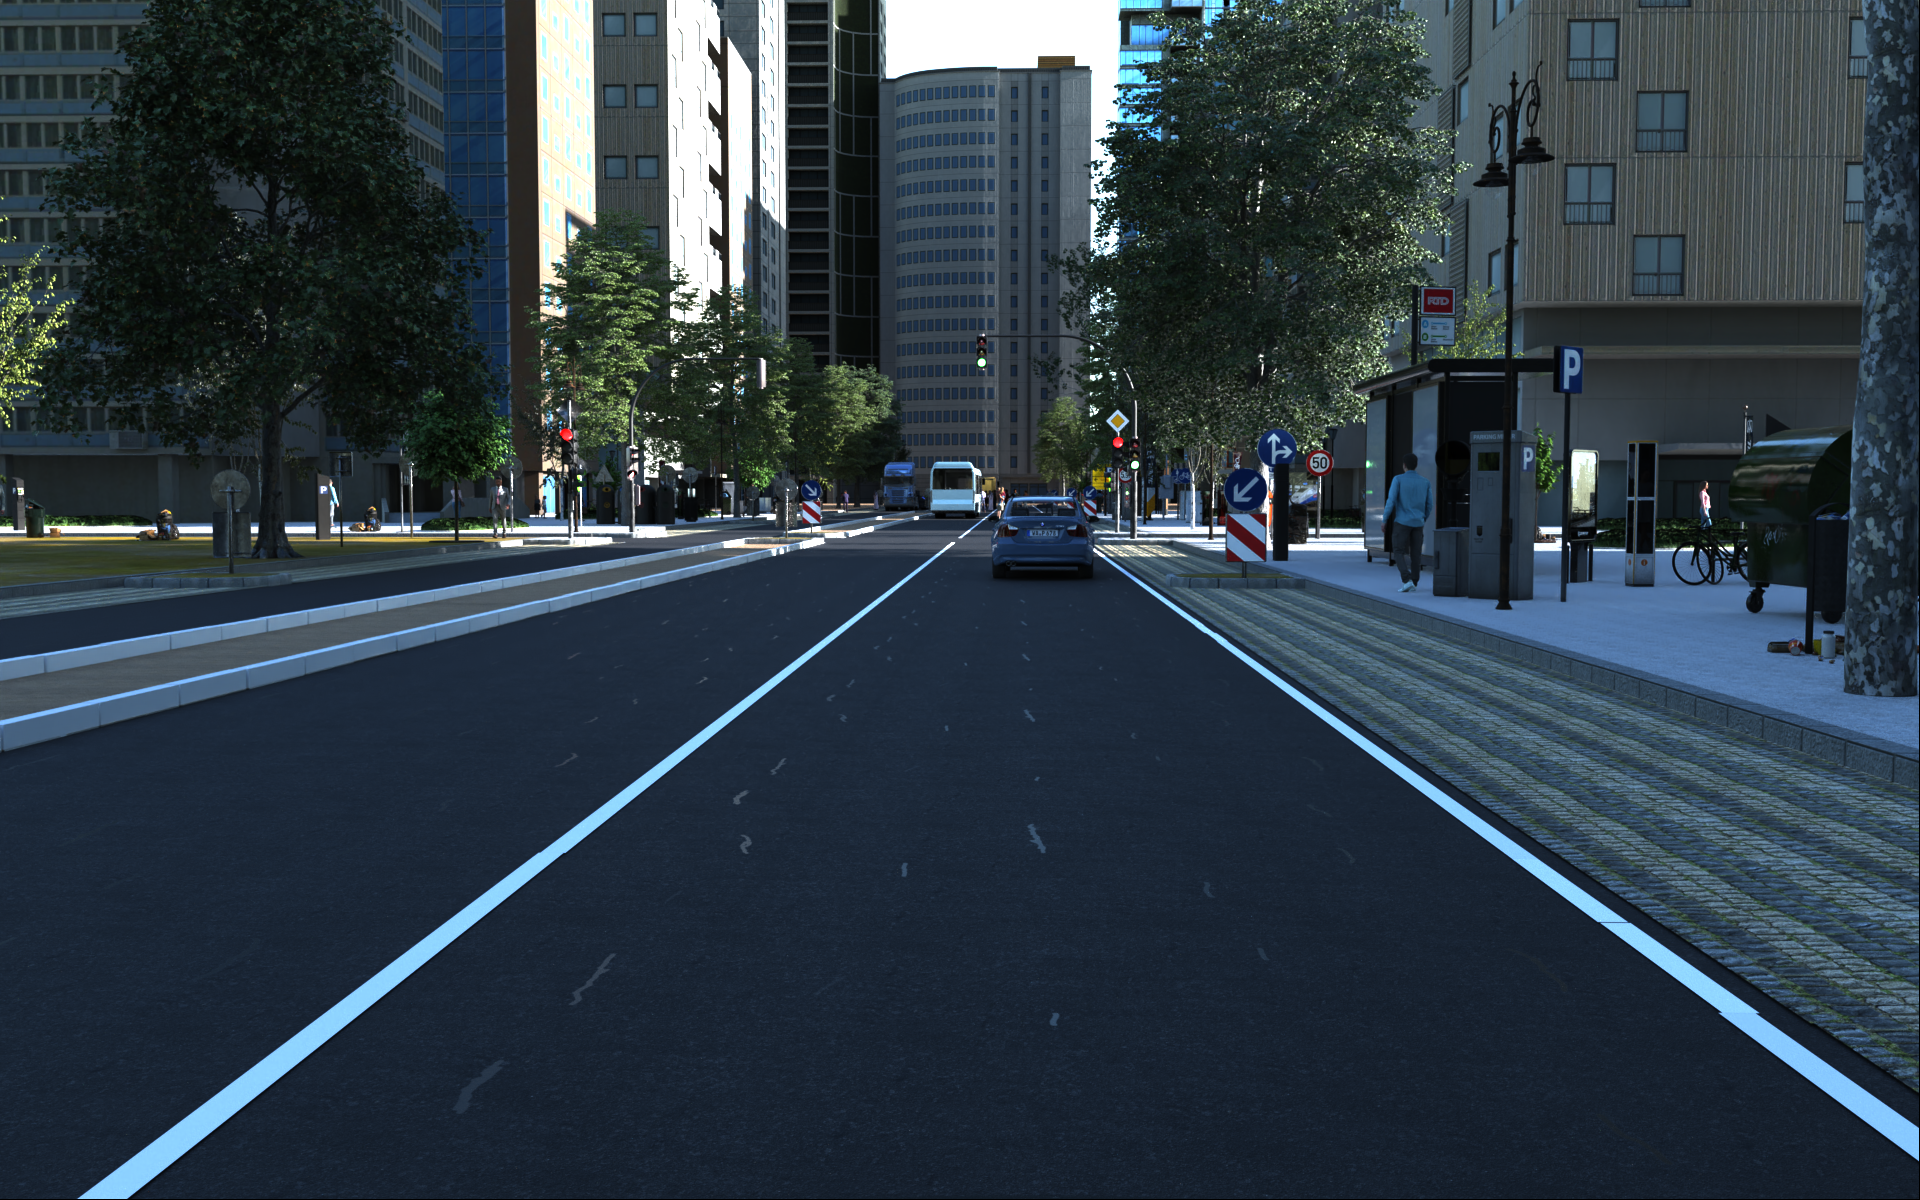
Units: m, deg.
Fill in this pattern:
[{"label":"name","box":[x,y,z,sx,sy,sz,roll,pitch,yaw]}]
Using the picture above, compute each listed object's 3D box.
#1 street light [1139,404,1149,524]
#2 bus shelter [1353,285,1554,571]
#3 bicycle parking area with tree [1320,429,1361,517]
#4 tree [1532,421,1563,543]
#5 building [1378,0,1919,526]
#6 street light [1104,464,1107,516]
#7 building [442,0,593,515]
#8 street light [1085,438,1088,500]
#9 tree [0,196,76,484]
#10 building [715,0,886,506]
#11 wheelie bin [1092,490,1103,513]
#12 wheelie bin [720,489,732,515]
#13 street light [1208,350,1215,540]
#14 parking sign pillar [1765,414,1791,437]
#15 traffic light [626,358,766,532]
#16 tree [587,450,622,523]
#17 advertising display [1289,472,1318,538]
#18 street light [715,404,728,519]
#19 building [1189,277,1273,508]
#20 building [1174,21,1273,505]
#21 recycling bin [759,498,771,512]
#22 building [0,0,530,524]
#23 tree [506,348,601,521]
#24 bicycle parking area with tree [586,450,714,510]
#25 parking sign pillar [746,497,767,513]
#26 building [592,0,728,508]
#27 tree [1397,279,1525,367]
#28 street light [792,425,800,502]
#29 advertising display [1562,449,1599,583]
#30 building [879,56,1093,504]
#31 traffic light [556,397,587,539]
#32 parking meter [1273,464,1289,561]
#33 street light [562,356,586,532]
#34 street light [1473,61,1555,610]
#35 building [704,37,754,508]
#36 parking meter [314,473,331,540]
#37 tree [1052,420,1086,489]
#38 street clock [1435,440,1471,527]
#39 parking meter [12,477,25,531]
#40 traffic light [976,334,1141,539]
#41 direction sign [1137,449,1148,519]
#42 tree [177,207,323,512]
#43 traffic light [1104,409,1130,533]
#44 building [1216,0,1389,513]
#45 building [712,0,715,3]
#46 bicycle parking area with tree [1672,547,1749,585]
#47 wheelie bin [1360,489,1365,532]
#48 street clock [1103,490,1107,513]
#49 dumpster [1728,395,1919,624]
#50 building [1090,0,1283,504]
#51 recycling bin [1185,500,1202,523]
[{"label":"street light","box":[7.801,-6.127,72.961,0.468,5.910,1.993,0,4,2]},{"label":"bus shelter","box":[8.432,-3.267,31.051,2.179,5.291,8.768,0,4,2]},{"label":"bicycle parking area with tree","box":[16.843,-5.597,78.506,9.016,4.147,8.231,1,4,21]},{"label":"tree","box":[15.350,-3.131,45.801,1.663,3.219,1.824,0,3,0]},{"label":"building","box":[34.923,-29.901,78.118,27.495,52.752,28.713,0,4,2]},{"label":"street light","box":[8.631,-7.941,102.627,0.468,5.910,1.993,0,4,2]},{"label":"building","box":[-32.032,-28.210,111.347,14.600,45.320,14.200,0,4,2]},{"label":"street light","box":[9.668,-9.742,132.064,0.468,5.910,1.993,0,4,2]},{"label":"tree","box":[-23.489,-5.538,40.913,4.737,8.622,4.395,0,3,0]},{"label":"building","box":[-20.996,-48.872,237.312,20.611,71.187,20.563,0,4,2]},{"label":"wheelie bin","box":[9.341,-6.764,118.506,0.980,1.594,0.693,2,4,28]},{"label":"wheelie bin","box":[-14.346,-6.013,106.227,0.693,1.594,0.980,0,4,-7]},{"label":"street light","box":[7.025,-4.619,48.309,0.468,5.910,1.993,0,4,2]},{"label":"parking sign pillar","box":[27.606,-4.243,57.839,1.447,3.967,1.447,1,4,14]},{"label":"traffic light","box":[-8.865,-5.088,57.851,4.771,5.953,1.251,0,4,2]},{"label":"tree","box":[-15.616,-5.030,76.844,1.663,3.219,1.824,0,3,0]},{"label":"advertising display","box":[9.929,-2.753,50.218,0.974,1.923,0.123,2,4,27]},{"label":"street light","box":[-12.019,-7.006,87.333,0.468,5.910,1.993,0,4,2]},{"label":"building","box":[35.451,-18.781,152.113,27.650,21.520,28.899,0,4,2]},{"label":"building","box":[34.361,-34.333,180.946,23.786,49.044,30.456,0,4,2]},{"label":"recycling bin","box":[-14.141,-6.893,125.254,0.722,1.027,0.722,3,4,36]},{"label":"building","box":[-39.249,-24.024,84.677,32.217,40.220,23.993,0,4,2]},{"label":"tree","box":[-19.418,-8.123,83.176,4.360,8.622,3.978,0,3,0]},{"label":"bicycle parking area with tree","box":[-20.324,-7.771,114.066,8.231,4.147,9.016,1,4,11]},{"label":"parking sign pillar","box":[-13.592,-7.743,115.073,1.447,3.967,1.447,0,4,-3]},{"label":"building","box":[-35.387,-34.103,146.824,28.713,52.752,27.495,0,4,2]},{"label":"tree","box":[16.968,-6.631,58.780,4.737,8.622,4.395,0,3,0]},{"label":"street light","box":[-11.079,-8.803,116.711,0.468,5.910,1.993,0,4,2]},{"label":"advertising display","box":[8.997,-1.219,25.137,0.123,1.923,0.974,3,5,42]},{"label":"building","box":[3.399,-42.495,236.796,28.212,58.520,21.231,0,4,2]},{"label":"traffic light","box":[-11.219,-3.730,49.903,0.839,4.253,0.868,0,4,2]},{"label":"parking meter","box":[6.177,-1.689,33.334,0.255,1.863,0.399,0,4,2]},{"label":"street light","box":[-12.933,-5.224,58.192,0.468,5.910,1.993,0,4,2]},{"label":"street light","box":[6.055,-2.833,19.104,0.468,5.910,1.993,0,4,2]},{"label":"building","box":[-28.038,-31.672,167.943,14.600,45.320,14.200,0,4,2]},{"label":"parking meter","box":[-17.893,-2.627,48.661,0.399,1.863,0.255,-2,4,-35]},{"label":"tree","box":[11.325,-13.607,172.837,4.360,8.622,3.978,0,3,0]},{"label":"street clock","box":[6.647,-1.147,23.324,0.471,2.002,0.358,2,4,27]},{"label":"parking meter","box":[-33.145,-3.380,60.971,0.399,1.863,0.255,2,4,34]},{"label":"traffic light","box":[2.841,-4.566,49.320,4.771,5.953,1.251,0,4,2]},{"label":"direction sign","box":[9.284,-5.787,86.618,0.876,3.537,0.379,1,4,13]},{"label":"tree","box":[-17.971,-5.747,44.324,4.360,8.622,3.978,0,3,0]},{"label":"traffic light","box":[5.195,-4.187,57.375,0.839,4.253,0.868,0,4,2]},{"label":"building","box":[34.755,-26.137,119.217,32.217,40.220,23.993,0,4,2]},{"label":"building","box":[-30.212,-45.802,187.122,20.611,71.187,20.563,0,4,2]},{"label":"bicycle parking area with tree","box":[15.116,-2.232,23.497,9.016,4.147,8.231,-1,4,-21]},{"label":"wheelie bin","box":[13.719,-3.051,57.797,0.693,1.594,0.980,0,4,0]},{"label":"street clock","box":[9.661,-6.780,115.421,0.471,2.002,0.358,-1,4,-14]},{"label":"dumpster","box":[9.058,-0.939,17.840,1.502,2.255,1.985,0,4,2]},{"label":"building","box":[33.014,-56.457,235.749,31.000,86.520,22.319,0,4,2]},{"label":"recycling bin","box":[10.403,-3.941,76.994,0.722,1.027,0.722,0,4,5]}]
